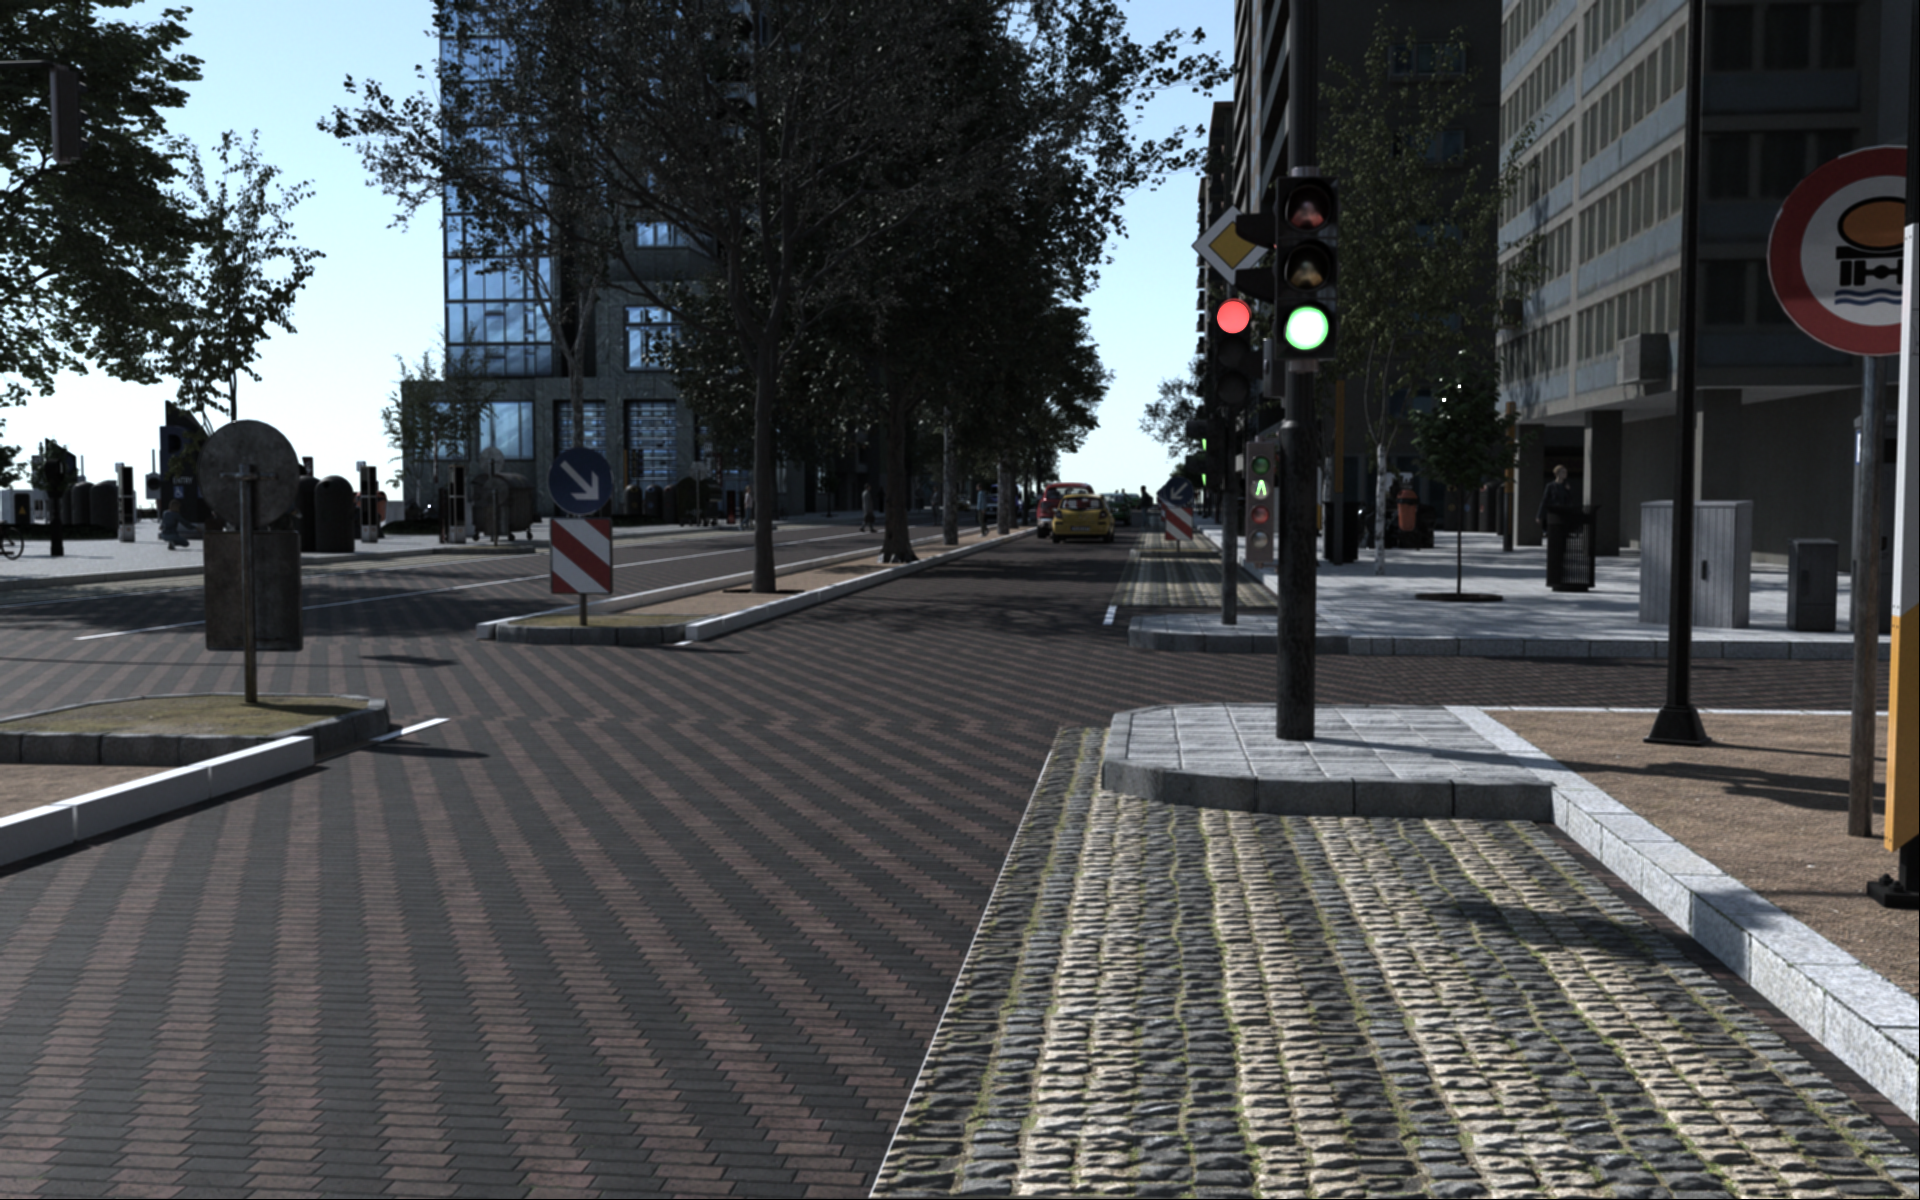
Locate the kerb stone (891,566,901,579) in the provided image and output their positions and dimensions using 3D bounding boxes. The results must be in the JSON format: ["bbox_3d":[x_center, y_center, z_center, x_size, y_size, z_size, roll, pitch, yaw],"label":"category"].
[{"bbox_3d":[-1.177,-0.452,29.590,0.120,0.150,1.000,0,4,6],"label":"kerb stone"}]

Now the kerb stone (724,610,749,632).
[{"bbox_3d":[-2.440,0.238,18.382,0.120,0.150,1.000,0,4,6],"label":"kerb stone"}]

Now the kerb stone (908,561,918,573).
[{"bbox_3d":[-0.949,-0.574,31.628,0.120,0.150,1.000,0,4,6],"label":"kerb stone"}]

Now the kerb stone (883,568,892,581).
[{"bbox_3d":[-1.293,-0.390,28.566,0.120,0.150,1.000,0,4,6],"label":"kerb stone"}]

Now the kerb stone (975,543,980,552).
[{"bbox_3d":[0.313,-1.262,42.830,0.120,0.150,1.000,0,4,6],"label":"kerb stone"}]

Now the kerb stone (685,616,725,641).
[{"bbox_3d":[-2.561,0.295,17.365,0.120,0.150,1.000,0,4,6],"label":"kerb stone"}]

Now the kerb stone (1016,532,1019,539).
[{"bbox_3d":[1.687,-2.009,55.048,0.120,0.150,1.000,0,4,6],"label":"kerb stone"}]

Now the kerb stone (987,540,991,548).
[{"bbox_3d":[0.657,-1.448,45.886,0.120,0.150,1.000,0,4,6],"label":"kerb stone"}]

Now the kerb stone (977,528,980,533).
[{"bbox_3d":[0.517,-2.517,63.432,0.120,0.150,1.000,0,4,6],"label":"kerb stone"}]

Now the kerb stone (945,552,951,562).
[{"bbox_3d":[-0.371,-0.886,36.718,0.120,0.150,1.000,0,4,6],"label":"kerb stone"}]

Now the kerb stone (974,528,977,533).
[{"bbox_3d":[0.401,-2.460,62.417,0.120,0.150,1.000,0,4,6],"label":"kerb stone"}]

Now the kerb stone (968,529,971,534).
[{"bbox_3d":[0.175,-2.332,60.384,0.120,0.150,1.000,0,4,6],"label":"kerb stone"}]

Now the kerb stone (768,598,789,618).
[{"bbox_3d":[-2.211,0.109,20.421,0.120,0.150,1.000,0,4,6],"label":"kerb stone"}]

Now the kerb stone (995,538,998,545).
[{"bbox_3d":[0.882,-1.572,47.920,0.120,0.150,1.000,0,4,6],"label":"kerb stone"}]

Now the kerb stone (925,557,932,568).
[{"bbox_3d":[-0.715,-0.702,33.669,0.120,0.150,1.000,0,4,6],"label":"kerb stone"}]

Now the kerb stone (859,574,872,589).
[{"bbox_3d":[-1.523,-0.263,26.530,0.120,0.150,1.000,0,4,6],"label":"kerb stone"}]

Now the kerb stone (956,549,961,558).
[{"bbox_3d":[-0.152,-1.009,38.766,0.120,0.150,1.000,0,4,6],"label":"kerb stone"}]

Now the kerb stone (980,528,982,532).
[{"bbox_3d":[0.635,-2.585,64.460,0.120,0.150,1.000,0,4,6],"label":"kerb stone"}]

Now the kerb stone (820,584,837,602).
[{"bbox_3d":[-1.857,-0.078,23.474,0.120,0.150,1.000,0,4,6],"label":"kerb stone"}]

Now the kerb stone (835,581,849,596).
[{"bbox_3d":[-1.756,-0.140,24.491,0.120,0.150,1.000,0,4,6],"label":"kerb stone"}]

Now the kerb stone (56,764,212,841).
[{"bbox_3d":[-3.648,0.889,7.654,0.120,0.150,1.000,0,4,6],"label":"kerb stone"}]

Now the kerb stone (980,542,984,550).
[{"bbox_3d":[0.428,-1.325,43.855,0.120,0.150,1.000,0,4,6],"label":"kerb stone"}]

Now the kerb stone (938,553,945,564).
[{"bbox_3d":[-0.483,-0.826,35.702,0.120,0.150,1.000,0,4,6],"label":"kerb stone"}]

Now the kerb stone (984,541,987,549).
[{"bbox_3d":[0.532,-1.387,44.872,0.120,0.150,1.000,0,4,6],"label":"kerb stone"}]

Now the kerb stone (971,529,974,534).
[{"bbox_3d":[0.284,-2.396,61.402,0.120,0.150,1.000,0,4,6],"label":"kerb stone"}]

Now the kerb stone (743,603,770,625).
[{"bbox_3d":[-2.329,0.171,19.398,0.120,0.150,1.000,0,4,6],"label":"kerb stone"}]

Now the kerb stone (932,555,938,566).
[{"bbox_3d":[-0.609,-0.763,34.686,0.120,0.150,1.000,0,4,6],"label":"kerb stone"}]

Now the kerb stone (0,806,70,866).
[{"bbox_3d":[-3.761,0.952,6.629,0.120,0.150,1.000,0,4,6],"label":"kerb stone"}]

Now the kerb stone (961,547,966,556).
[{"bbox_3d":[-0.031,-1.076,39.782,0.120,0.150,1.000,0,4,6],"label":"kerb stone"}]

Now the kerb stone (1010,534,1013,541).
[{"bbox_3d":[1.452,-1.884,53.004,0.120,0.150,1.000,0,4,6],"label":"kerb stone"}]

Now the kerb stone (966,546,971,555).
[{"bbox_3d":[0.080,-1.134,40.798,0.120,0.150,1.000,0,4,6],"label":"kerb stone"}]

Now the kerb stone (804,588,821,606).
[{"bbox_3d":[-1.988,-0.016,22.456,0.120,0.150,1.000,0,4,6],"label":"kerb stone"}]

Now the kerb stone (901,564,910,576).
[{"bbox_3d":[-1.063,-0.514,30.606,0.120,0.150,1.000,0,4,6],"label":"kerb stone"}]

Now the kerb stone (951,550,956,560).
[{"bbox_3d":[-0.261,-0.949,37.738,0.120,0.150,1.000,0,4,6],"label":"kerb stone"}]

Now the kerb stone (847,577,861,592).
[{"bbox_3d":[-1.642,-0.201,25.515,0.120,0.150,1.000,0,4,6],"label":"kerb stone"}]

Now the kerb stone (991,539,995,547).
[{"bbox_3d":[0.763,-1.508,46.903,0.120,0.150,1.000,0,4,6],"label":"kerb stone"}]

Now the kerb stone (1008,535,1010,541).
[{"bbox_3d":[1.338,-1.819,51.988,0.120,0.150,1.000,0,4,6],"label":"kerb stone"}]

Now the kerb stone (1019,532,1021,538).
[{"bbox_3d":[1.808,-2.072,56.075,0.120,0.150,1.000,0,4,6],"label":"kerb stone"}]

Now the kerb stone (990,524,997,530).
[{"bbox_3d":[1.323,-2.959,70.567,0.120,0.150,1.000,0,4,6],"label":"kerb stone"}]

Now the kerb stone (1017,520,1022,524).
[{"bbox_3d":[3.034,-3.893,85.848,0.120,0.150,1.000,0,4,6],"label":"kerb stone"}]

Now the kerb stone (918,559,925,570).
[{"bbox_3d":[-0.836,-0.640,32.652,0.120,0.150,1.000,0,4,6],"label":"kerb stone"}]

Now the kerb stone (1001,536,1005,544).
[{"bbox_3d":[1.118,-1.698,49.953,0.120,0.150,1.000,0,4,6],"label":"kerb stone"}]

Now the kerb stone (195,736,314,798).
[{"bbox_3d":[-3.533,0.827,8.670,0.120,0.150,1.000,0,4,6],"label":"kerb stone"}]

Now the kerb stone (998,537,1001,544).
[{"bbox_3d":[0.988,-1.636,48.937,0.120,0.150,1.000,0,4,6],"label":"kerb stone"}]

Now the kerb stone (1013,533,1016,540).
[{"bbox_3d":[1.575,-1.947,54.027,0.120,0.150,1.000,0,4,6],"label":"kerb stone"}]

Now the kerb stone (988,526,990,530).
[{"bbox_3d":[0.974,-2.764,67.521,0.120,0.150,1.000,0,4,6],"label":"kerb stone"}]

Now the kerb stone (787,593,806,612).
[{"bbox_3d":[-2.095,0.048,21.440,0.120,0.150,1.000,0,4,6],"label":"kerb stone"}]

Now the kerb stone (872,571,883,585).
[{"bbox_3d":[-1.407,-0.328,27.550,0.120,0.150,1.000,0,4,6],"label":"kerb stone"}]

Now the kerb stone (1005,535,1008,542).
[{"bbox_3d":[1.224,-1.760,50.971,0.120,0.150,1.000,0,4,6],"label":"kerb stone"}]

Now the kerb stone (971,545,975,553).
[{"bbox_3d":[0.198,-1.200,41.815,0.120,0.150,1.000,0,4,6],"label":"kerb stone"}]
